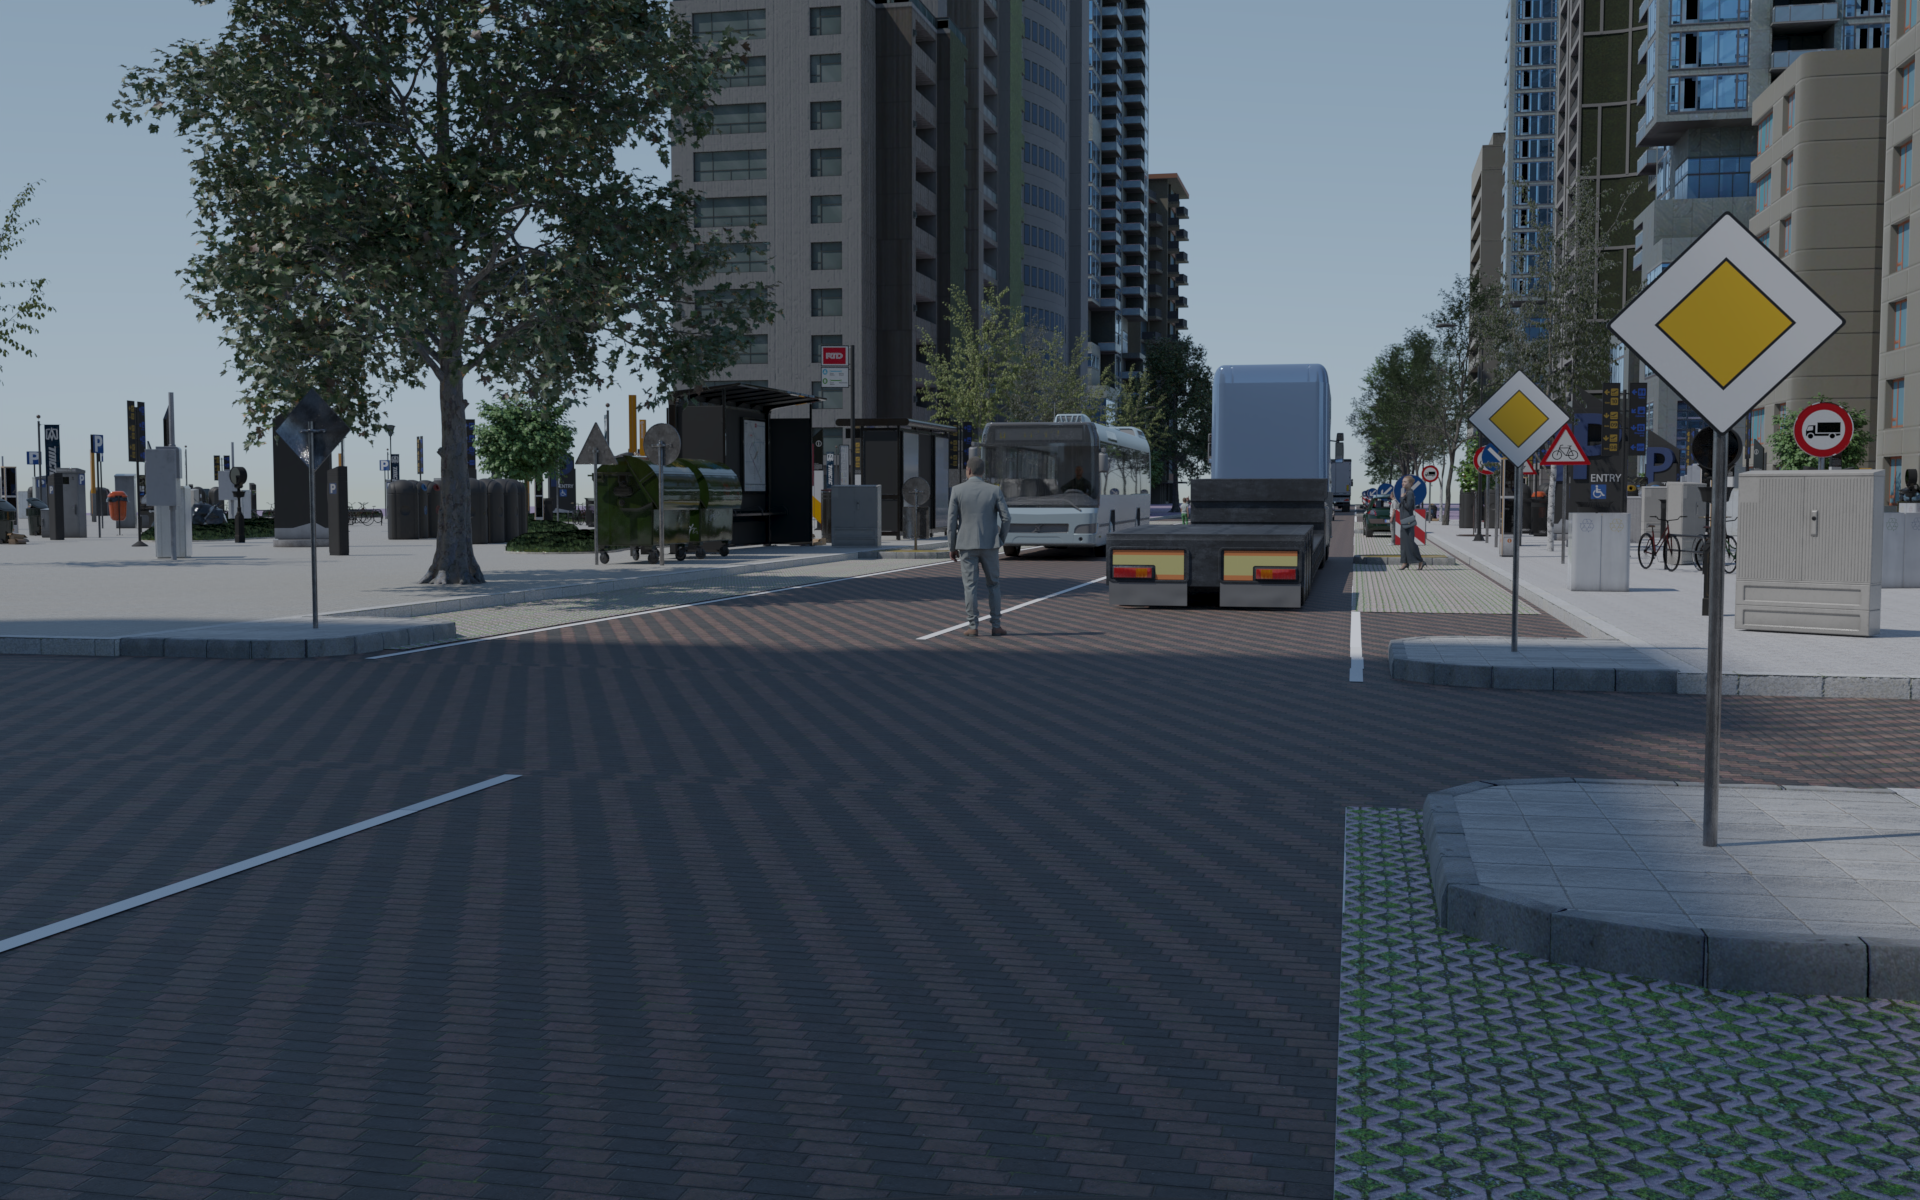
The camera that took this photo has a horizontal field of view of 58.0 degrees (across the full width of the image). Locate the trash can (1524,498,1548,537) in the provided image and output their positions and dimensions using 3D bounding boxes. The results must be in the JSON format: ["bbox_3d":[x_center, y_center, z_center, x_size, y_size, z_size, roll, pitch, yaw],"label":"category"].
[{"bbox_3d":[17.543,-2.482,52.233,0.748,1.137,0.748,0,3,0],"label":"trash can"}]

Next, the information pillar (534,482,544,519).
[{"bbox_3d":[-14.994,-3.497,61.675,0.304,2.012,0.304,-1,4,-16],"label":"information pillar"}]

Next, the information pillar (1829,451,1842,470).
[{"bbox_3d":[26.722,-3.763,52.872,0.504,3.616,0.183,-2,4,-28],"label":"information pillar"}]

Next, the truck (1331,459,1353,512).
[{"bbox_3d":[31.137,-9.453,143.466,2.839,4.237,11.283,1,4,12],"label":"truck"}]

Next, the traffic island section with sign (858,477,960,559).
[{"bbox_3d":[-1.073,-1.851,38.886,1.989,1.847,2.006,1,4,13],"label":"traffic island section with sign"}]

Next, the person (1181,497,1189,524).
[{"bbox_3d":[8.760,-3.347,67.471,0.306,1.304,0.590,0,4,6],"label":"person"}]

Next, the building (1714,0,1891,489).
[{"bbox_3d":[51.496,-48.632,107.809,22.319,86.520,31.000,1,4,13],"label":"building"}]

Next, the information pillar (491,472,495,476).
[{"bbox_3d":[-25.777,-6.415,96.237,0.504,3.616,0.183,-1,4,-20],"label":"information pillar"}]

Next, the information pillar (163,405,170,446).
[{"bbox_3d":[-20.500,-3.276,44.910,0.183,3.616,0.504,0,4,-6],"label":"information pillar"}]

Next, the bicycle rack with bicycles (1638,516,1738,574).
[{"bbox_3d":[12.668,-0.913,28.305,2.852,0.926,2.925,0,4,4],"label":"bicycle rack with bicycles"}]

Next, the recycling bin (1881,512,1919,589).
[{"bbox_3d":[12.751,-0.690,23.830,0.722,1.027,0.722,0,4,-6],"label":"recycling bin"}]

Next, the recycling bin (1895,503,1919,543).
[{"bbox_3d":[26.532,-2.165,47.954,0.722,1.027,0.722,0,4,-6],"label":"recycling bin"}]

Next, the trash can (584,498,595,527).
[{"bbox_3d":[-14.205,-3.395,67.158,0.748,1.137,0.748,0,3,0],"label":"trash can"}]

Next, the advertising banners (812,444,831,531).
[{"bbox_3d":[-4.516,-3.868,59.437,2.074,3.025,0.090,1,4,15],"label":"advertising banners"}]

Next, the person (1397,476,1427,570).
[{"bbox_3d":[8.413,-1.433,32.352,0.534,1.772,0.576,-1,4,-10],"label":"person"}]

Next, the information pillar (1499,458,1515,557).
[{"bbox_3d":[11.171,-1.882,35.255,0.304,2.012,0.304,0,4,7],"label":"information pillar"}]

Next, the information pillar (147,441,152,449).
[{"bbox_3d":[-35.527,-5.178,76.012,0.183,3.616,0.504,-3,5,-40],"label":"information pillar"}]

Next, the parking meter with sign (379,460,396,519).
[{"bbox_3d":[-29.238,-5.693,89.349,0.543,3.016,1.738,1,4,10],"label":"parking meter with sign"}]

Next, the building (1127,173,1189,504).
[{"bbox_3d":[18.839,-35.342,232.459,22.147,44.769,28.867,1,4,13],"label":"building"}]

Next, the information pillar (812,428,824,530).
[{"bbox_3d":[-5.061,-4.283,61.375,0.504,3.616,0.183,1,4,10],"label":"information pillar"}]

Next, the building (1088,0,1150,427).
[{"bbox_3d":[11.386,-54.389,201.936,22.319,86.520,31.000,1,4,13],"label":"building"}]

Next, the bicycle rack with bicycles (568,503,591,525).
[{"bbox_3d":[-15.142,-3.559,71.572,2.852,0.926,2.925,1,4,22],"label":"bicycle rack with bicycles"}]

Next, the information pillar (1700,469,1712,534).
[{"bbox_3d":[16.199,-2.013,37.400,0.304,2.012,0.304,-2,4,-26],"label":"information pillar"}]

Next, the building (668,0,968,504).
[{"bbox_3d":[-7.885,-20.180,101.644,14.160,30.474,14.107,1,4,13],"label":"building"}]

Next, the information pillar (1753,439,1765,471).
[{"bbox_3d":[33.618,-4.992,72.973,0.183,3.616,0.504,-2,4,-26],"label":"information pillar"}]

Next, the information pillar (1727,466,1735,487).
[{"bbox_3d":[36.906,-5.599,82.903,0.183,3.616,0.504,0,4,-4],"label":"information pillar"}]

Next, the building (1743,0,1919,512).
[{"bbox_3d":[45.184,-13.125,59.635,27.650,21.520,28.899,1,4,13],"label":"building"}]

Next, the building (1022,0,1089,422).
[{"bbox_3d":[-2.353,-36.370,136.656,21.231,58.520,28.212,1,4,13],"label":"building"}]

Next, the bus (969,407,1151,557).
[{"bbox_3d":[2.794,-2.914,42.503,2.948,3.499,13.247,1,4,11],"label":"bus"}]

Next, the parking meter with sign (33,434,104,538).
[{"bbox_3d":[-26.039,-3.332,50.733,1.738,3.016,0.543,0,4,4],"label":"parking meter with sign"}]

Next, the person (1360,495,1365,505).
[{"bbox_3d":[50.459,-12.672,216.422,1.217,1.736,0.721,-1,4,-23],"label":"person"}]

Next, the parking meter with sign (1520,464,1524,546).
[{"bbox_3d":[13.779,-2.867,43.144,0.543,3.016,1.738,1,4,19],"label":"parking meter with sign"}]

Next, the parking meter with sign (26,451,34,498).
[{"bbox_3d":[-37.178,-4.505,69.915,0.543,3.016,1.738,-3,4,-38],"label":"parking meter with sign"}]

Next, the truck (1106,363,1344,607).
[{"bbox_3d":[5.107,-2.478,30.278,2.967,4.110,18.799,1,4,13],"label":"truck"}]

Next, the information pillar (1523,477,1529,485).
[{"bbox_3d":[24.575,-4.344,75.518,0.304,2.012,0.304,2,4,35],"label":"information pillar"}]

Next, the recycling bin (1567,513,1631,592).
[{"bbox_3d":[8.500,-0.642,23.055,0.722,1.027,0.722,1,4,15],"label":"recycling bin"}]

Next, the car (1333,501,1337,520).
[{"bbox_3d":[19.268,-5.109,93.318,2.009,1.686,4.222,1,4,15],"label":"car"}]

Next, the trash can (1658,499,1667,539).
[{"bbox_3d":[19.368,-2.167,47.081,0.748,1.137,0.748,0,3,0],"label":"trash can"}]

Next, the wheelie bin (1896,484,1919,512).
[{"bbox_3d":[27.821,-2.613,50.629,0.693,1.594,0.980,0,4,3],"label":"wheelie bin"}]

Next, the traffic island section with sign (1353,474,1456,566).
[{"bbox_3d":[9.114,-1.649,35.596,1.989,1.847,2.006,1,4,13],"label":"traffic island section with sign"}]

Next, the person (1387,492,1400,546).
[{"bbox_3d":[12.053,-2.261,48.059,0.523,1.515,0.503,0,4,-7],"label":"person"}]

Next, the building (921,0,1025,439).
[{"bbox_3d":[-3.886,-26.413,115.444,14.154,41.232,14.086,1,4,13],"label":"building"}]

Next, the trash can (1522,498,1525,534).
[{"bbox_3d":[18.222,-2.707,55.907,0.748,1.137,0.748,0,3,0],"label":"trash can"}]

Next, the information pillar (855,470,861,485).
[{"bbox_3d":[-4.311,-5.048,73.884,0.504,3.616,0.183,1,4,11],"label":"information pillar"}]

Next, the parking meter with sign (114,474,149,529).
[{"bbox_3d":[-31.126,-4.181,64.615,1.738,3.016,0.543,-1,4,-15],"label":"parking meter with sign"}]

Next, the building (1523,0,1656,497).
[{"bbox_3d":[55.944,-42.575,134.345,20.563,71.187,20.611,1,4,13],"label":"building"}]

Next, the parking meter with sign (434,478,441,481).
[{"bbox_3d":[-24.730,-5.287,82.708,1.738,3.016,0.543,2,4,29],"label":"parking meter with sign"}]

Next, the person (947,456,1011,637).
[{"bbox_3d":[0.192,-0.544,17.488,0.635,1.810,0.391,-1,4,-10],"label":"person"}]

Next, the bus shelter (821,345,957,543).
[{"bbox_3d":[-2.109,-4.377,49.200,2.179,5.291,8.768,1,4,13],"label":"bus shelter"}]

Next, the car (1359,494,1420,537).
[{"bbox_3d":[14.446,-2.956,58.118,2.009,1.686,4.222,1,4,11],"label":"car"}]

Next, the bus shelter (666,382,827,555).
[{"bbox_3d":[-4.773,-2.958,39.644,1.731,3.624,6.357,1,4,13],"label":"bus shelter"}]

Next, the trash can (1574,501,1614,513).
[{"bbox_3d":[12.622,-1.398,34.507,0.748,1.137,0.748,0,3,0],"label":"trash can"}]

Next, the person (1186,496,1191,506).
[{"bbox_3d":[5.615,-1.995,41.298,0.466,1.800,0.511,0,4,0],"label":"person"}]

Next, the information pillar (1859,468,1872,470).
[{"bbox_3d":[25.837,-2.750,49.455,0.304,2.012,0.304,2,4,32],"label":"information pillar"}]

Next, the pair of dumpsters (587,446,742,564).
[{"bbox_3d":[-5.677,-1.901,33.577,1.574,2.255,4.437,1,4,13],"label":"pair of dumpsters"}]

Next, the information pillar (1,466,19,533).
[{"bbox_3d":[-25.298,-2.545,46.105,0.304,2.012,0.304,3,5,43],"label":"information pillar"}]

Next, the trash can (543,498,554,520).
[{"bbox_3d":[-15.571,-3.259,64.934,0.748,1.137,0.748,0,3,0],"label":"trash can"}]

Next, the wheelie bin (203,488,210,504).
[{"bbox_3d":[-42.552,-5.494,97.738,0.693,1.594,0.980,1,4,12],"label":"wheelie bin"}]
